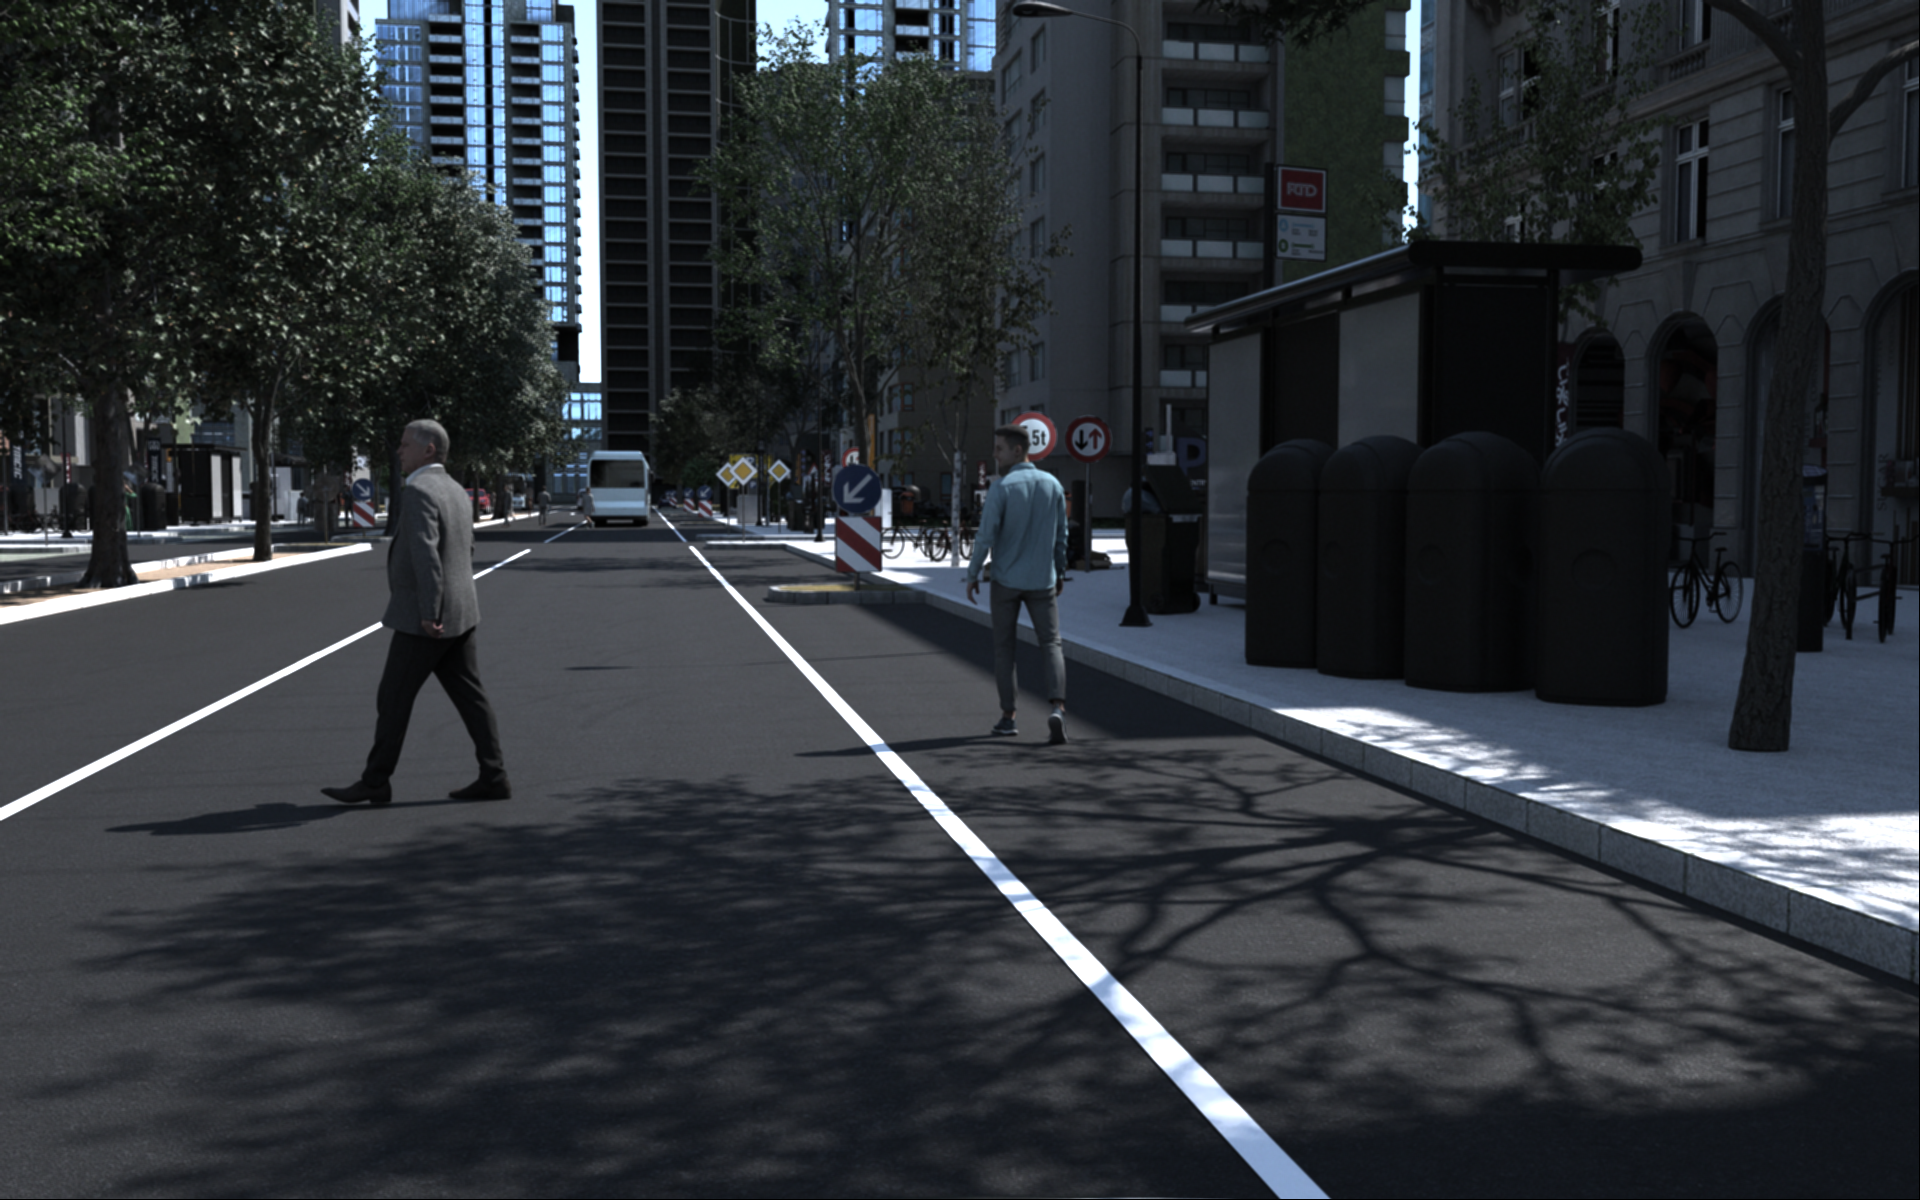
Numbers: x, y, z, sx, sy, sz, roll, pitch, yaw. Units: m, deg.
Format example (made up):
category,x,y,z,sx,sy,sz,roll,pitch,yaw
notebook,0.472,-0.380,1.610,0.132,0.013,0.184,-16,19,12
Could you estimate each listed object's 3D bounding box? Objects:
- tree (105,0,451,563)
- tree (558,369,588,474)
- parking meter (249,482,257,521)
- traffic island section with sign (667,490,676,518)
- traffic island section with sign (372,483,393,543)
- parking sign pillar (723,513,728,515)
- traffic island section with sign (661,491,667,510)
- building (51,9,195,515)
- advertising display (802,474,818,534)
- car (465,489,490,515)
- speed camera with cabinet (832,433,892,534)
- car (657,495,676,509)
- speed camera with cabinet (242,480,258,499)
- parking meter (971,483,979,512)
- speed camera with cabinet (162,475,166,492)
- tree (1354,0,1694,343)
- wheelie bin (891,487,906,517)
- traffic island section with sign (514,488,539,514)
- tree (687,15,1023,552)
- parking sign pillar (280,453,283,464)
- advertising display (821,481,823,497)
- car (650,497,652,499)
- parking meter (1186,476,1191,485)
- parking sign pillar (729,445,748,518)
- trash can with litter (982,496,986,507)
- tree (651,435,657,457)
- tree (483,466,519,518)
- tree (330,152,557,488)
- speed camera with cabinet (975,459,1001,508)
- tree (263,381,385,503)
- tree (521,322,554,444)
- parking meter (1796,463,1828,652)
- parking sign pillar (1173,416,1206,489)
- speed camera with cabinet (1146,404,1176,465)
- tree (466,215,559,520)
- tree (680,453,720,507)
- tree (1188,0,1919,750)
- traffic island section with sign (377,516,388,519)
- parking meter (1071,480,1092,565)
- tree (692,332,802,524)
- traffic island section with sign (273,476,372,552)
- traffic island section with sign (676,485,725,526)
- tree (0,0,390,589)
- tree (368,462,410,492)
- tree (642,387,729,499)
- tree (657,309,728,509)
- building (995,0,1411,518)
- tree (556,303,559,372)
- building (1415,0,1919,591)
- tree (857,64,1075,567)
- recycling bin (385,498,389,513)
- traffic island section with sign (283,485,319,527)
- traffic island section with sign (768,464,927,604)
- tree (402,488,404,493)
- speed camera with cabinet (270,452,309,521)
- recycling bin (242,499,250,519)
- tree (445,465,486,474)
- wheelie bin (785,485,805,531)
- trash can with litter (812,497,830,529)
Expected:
category,x,y,z,sx,sy,sz,roll,pitch,yaw
tree,-14.577,-6.598,36.089,9.928,11.665,9.643,0,3,0
tree,-25.383,-10.739,95.050,9.611,12.733,9.660,0,3,0
parking meter,-33.736,-4.711,82.731,0.399,1.863,0.255,3,5,45
traffic island section with sign,-16.490,-5.857,104.391,1.989,1.847,2.006,-1,4,-10
traffic island section with sign,-17.604,-2.648,51.424,2.006,1.907,1.989,-1,4,-10
parking sign pillar,-13.342,-6.976,102.524,1.447,3.967,1.447,-1,4,-16
traffic island section with sign,-25.692,-8.914,154.375,1.989,1.847,2.006,-1,4,-10
building,-53.512,-25.428,99.341,14.154,41.232,14.086,-1,4,-10
advertising display,-4.908,-3.115,56.147,0.123,1.923,0.974,-2,4,-23
car,-34.463,-6.983,122.844,2.281,1.827,5.304,-1,4,-12
speed camera with cabinet,-3.183,-3.779,56.117,2.038,3.252,0.660,2,4,34
car,-28.117,-9.401,166.284,1.945,1.354,3.894,-1,4,-10
speed camera with cabinet,-44.771,-7.080,110.092,2.038,3.252,0.660,1,4,20
parking meter,0.795,-5.413,94.217,0.399,1.863,0.255,-2,4,-33
speed camera with cabinet,-38.878,-5.405,82.703,0.660,3.252,2.038,3,4,39
tree,7.924,-4.497,23.893,4.737,8.622,4.395,0,3,0
wheelie bin,-2.638,-4.091,74.799,0.980,1.594,0.693,1,4,10
traffic island section with sign,-31.224,-7.167,125.323,2.006,1.907,1.989,-1,4,-10
tree,-2.223,-6.884,38.312,9.928,11.665,9.643,0,3,0
parking sign pillar,-44.994,-7.657,113.660,1.447,3.967,1.447,1,4,8
advertising display,-6.801,-4.604,80.488,0.974,1.923,0.123,2,4,28
car,-31.331,-9.831,169.768,2.155,1.783,4.494,-1,4,-10
parking meter,7.228,-3.061,55.759,0.255,1.863,0.399,-1,4,-22
parking sign pillar,-11.562,-6.503,94.794,1.447,3.967,1.447,1,4,19
trash can with litter,1.594,-4.370,82.832,1.055,1.170,0.624,2,4,30
tree,-16.174,-11.292,119.043,8.767,10.594,7.601,1,4,9
tree,-28.181,-9.496,108.086,4.360,8.622,3.978,0,3,0
tree,-20.229,-9.554,65.314,9.857,13.997,8.962,0,3,0
speed camera with cabinet,1.367,-5.560,85.235,0.660,3.252,2.038,-1,4,-22
tree,-34.675,-9.835,95.217,7.601,10.594,8.767,0,4,-1
tree,-23.855,-9.611,85.347,9.928,11.665,9.643,0,3,0
parking meter,6.872,-0.352,14.168,0.372,1.533,0.369,0,3,0
parking sign pillar,8.017,-4.361,59.775,1.447,3.967,1.447,-1,4,-11
speed camera with cabinet,4.435,-2.729,38.951,0.660,3.252,2.038,0,4,2
tree,-18.232,-8.327,55.617,9.611,12.733,9.660,0,3,0
tree,-20.622,-9.487,138.833,4.285,4.588,4.351,0,3,0
tree,4.339,-4.517,8.264,7.601,10.594,8.767,1,4,21
traffic island section with sign,-33.123,-5.702,101.861,1.989,1.847,2.006,-1,4,-10
parking meter,2.217,-1.415,31.551,0.372,1.533,0.369,0,3,0
tree,-8.284,-7.500,72.985,4.360,8.622,3.978,0,3,0
traffic island section with sign,-16.271,-2.202,44.138,2.006,1.907,1.989,-1,4,-10
traffic island section with sign,-11.601,-4.236,77.882,1.989,1.847,2.006,-1,4,-10
tree,-13.051,-6.535,26.320,9.611,12.733,9.660,0,3,0
tree,-40.704,-8.609,124.474,4.285,4.588,4.351,0,3,0
tree,-31.258,-17.895,199.243,9.857,13.997,8.962,0,3,0
tree,-6.135,-7.846,62.690,8.767,10.594,7.601,-1,4,-14
building,9.591,-23.827,73.170,14.086,41.232,14.154,-1,4,-10
tree,-21.886,-10.153,75.115,9.857,13.997,8.962,0,3,0
building,17.808,-11.261,25.918,13.314,21.916,24.055,-1,4,-10
tree,-0.049,-4.907,30.597,4.360,8.622,3.978,0,3,0
recycling bin,-39.075,-6.516,119.094,0.722,1.027,0.722,-3,4,-36
traffic island section with sign,-28.256,-4.081,75.348,1.989,1.847,2.006,-1,4,-10
traffic island section with sign,-1.589,-0.911,23.517,1.989,1.847,2.006,-1,4,-10
tree,-42.616,-8.491,133.427,1.663,3.219,1.824,0,3,0
speed camera with cabinet,-32.363,-5.426,83.047,0.660,3.252,2.038,3,5,42
recycling bin,-36.758,-4.711,89.575,0.722,1.027,0.722,-2,4,-26
tree,-47.714,-14.125,165.351,8.767,10.594,7.601,0,4,-1
wheelie bin,-5.616,-3.199,60.212,0.980,1.594,0.693,-2,4,-27
trash can with litter,-5.296,-3.177,63.330,0.624,1.170,1.055,3,4,37
